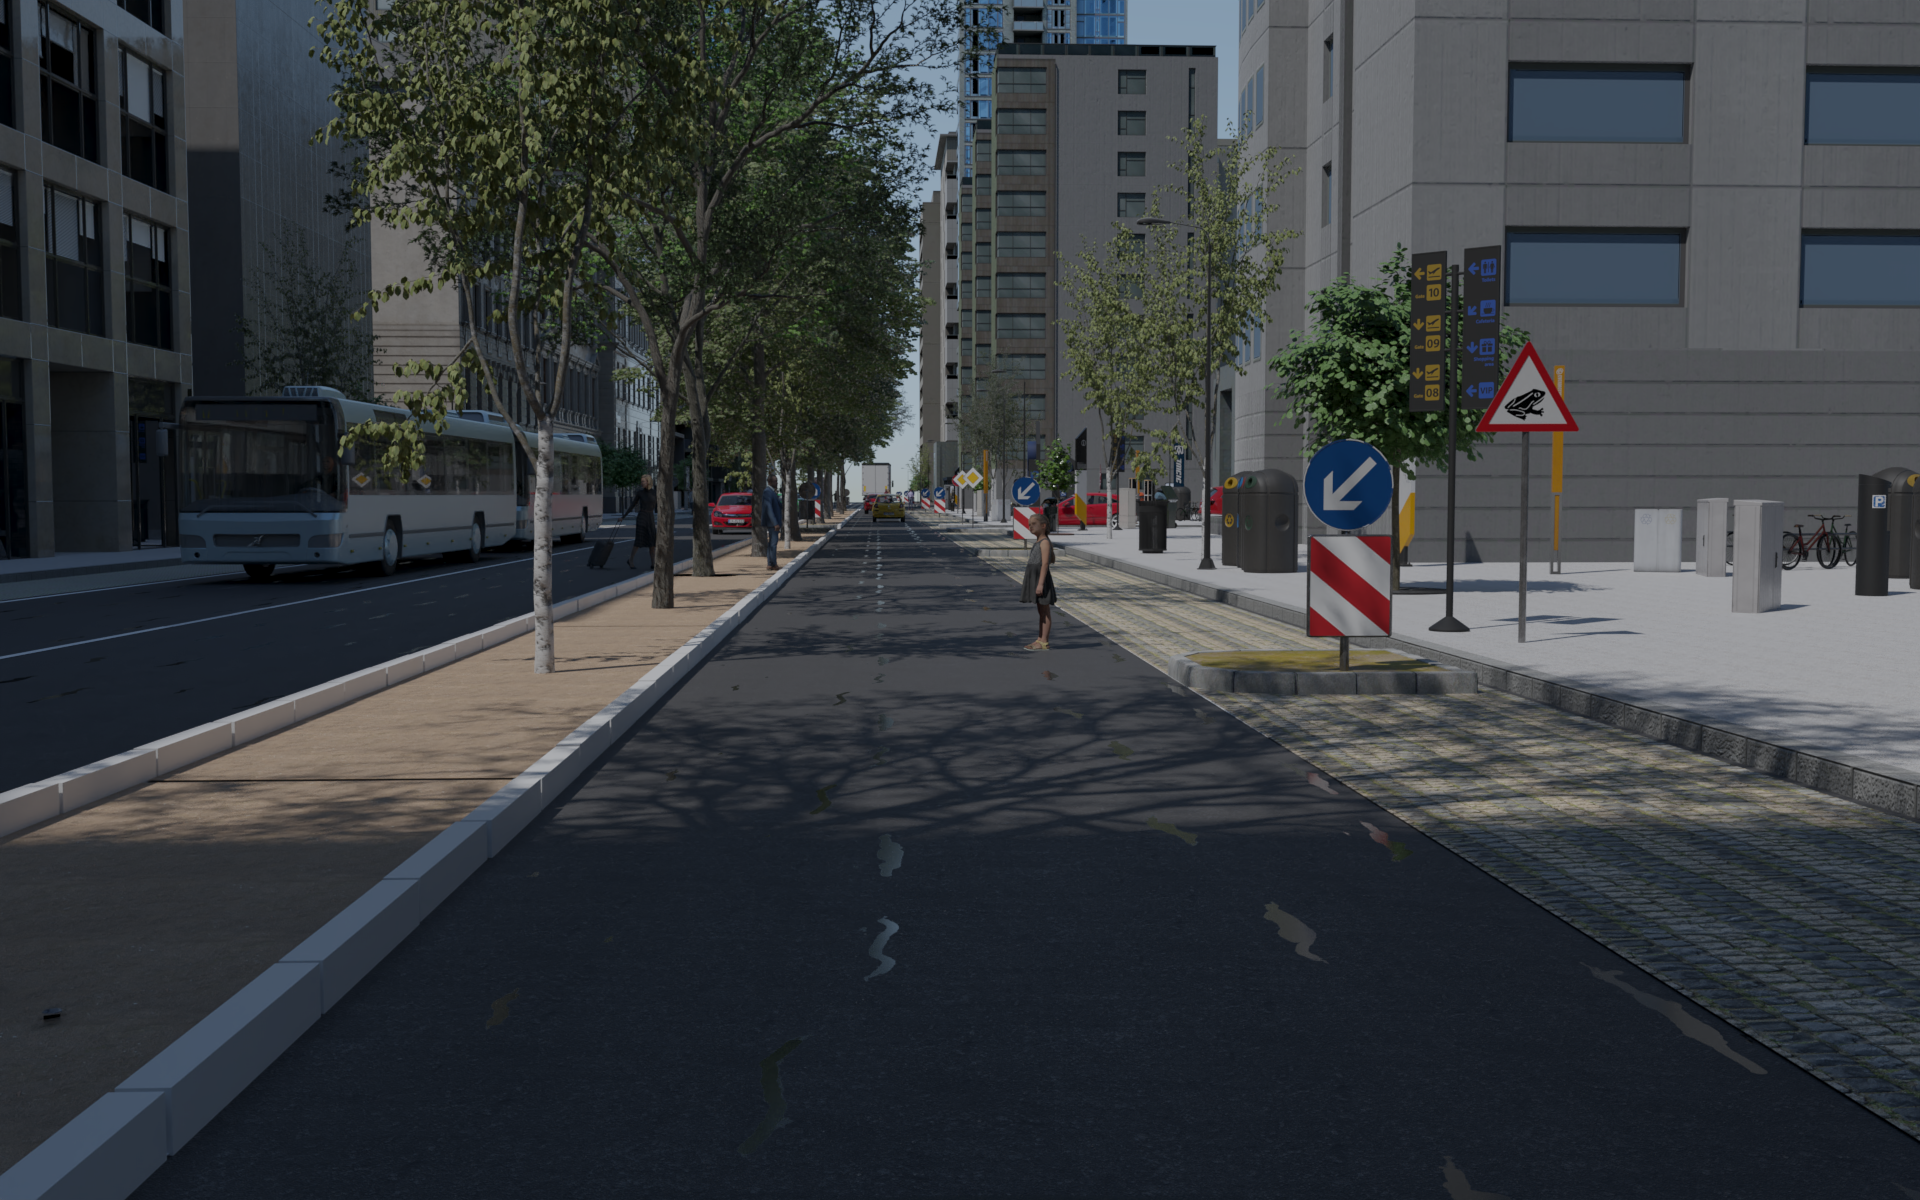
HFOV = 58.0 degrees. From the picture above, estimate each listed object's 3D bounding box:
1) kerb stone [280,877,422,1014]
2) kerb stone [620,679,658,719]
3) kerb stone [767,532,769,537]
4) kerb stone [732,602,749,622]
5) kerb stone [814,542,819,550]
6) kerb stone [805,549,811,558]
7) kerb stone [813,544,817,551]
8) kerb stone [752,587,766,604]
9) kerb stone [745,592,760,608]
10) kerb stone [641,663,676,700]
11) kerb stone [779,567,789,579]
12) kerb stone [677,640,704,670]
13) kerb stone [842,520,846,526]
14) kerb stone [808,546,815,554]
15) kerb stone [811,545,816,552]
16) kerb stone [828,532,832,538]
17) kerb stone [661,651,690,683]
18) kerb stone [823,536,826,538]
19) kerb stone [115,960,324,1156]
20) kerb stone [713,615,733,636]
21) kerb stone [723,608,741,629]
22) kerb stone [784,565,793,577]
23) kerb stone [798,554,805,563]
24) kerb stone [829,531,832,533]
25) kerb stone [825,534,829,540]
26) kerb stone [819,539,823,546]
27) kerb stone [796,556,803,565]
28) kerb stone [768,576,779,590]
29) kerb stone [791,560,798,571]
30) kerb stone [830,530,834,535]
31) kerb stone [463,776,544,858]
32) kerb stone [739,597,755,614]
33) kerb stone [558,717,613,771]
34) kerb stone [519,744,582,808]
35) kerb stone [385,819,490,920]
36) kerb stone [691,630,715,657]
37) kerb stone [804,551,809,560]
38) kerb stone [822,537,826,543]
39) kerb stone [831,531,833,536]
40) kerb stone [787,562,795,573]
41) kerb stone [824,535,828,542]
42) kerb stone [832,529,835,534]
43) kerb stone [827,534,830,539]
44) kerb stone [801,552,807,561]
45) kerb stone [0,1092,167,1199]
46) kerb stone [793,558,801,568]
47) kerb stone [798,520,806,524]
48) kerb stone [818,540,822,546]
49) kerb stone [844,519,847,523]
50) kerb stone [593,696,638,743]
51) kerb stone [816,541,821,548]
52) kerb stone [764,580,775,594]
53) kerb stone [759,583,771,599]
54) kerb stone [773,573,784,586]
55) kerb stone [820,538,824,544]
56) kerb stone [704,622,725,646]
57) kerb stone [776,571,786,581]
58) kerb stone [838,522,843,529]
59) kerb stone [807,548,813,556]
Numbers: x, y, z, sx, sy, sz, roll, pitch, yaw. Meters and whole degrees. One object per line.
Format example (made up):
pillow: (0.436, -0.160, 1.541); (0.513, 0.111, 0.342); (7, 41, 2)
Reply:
kerb stone: (-1.836, 1.036, 5.263); (0.120, 0.150, 1.000); (0, 4, -3)
kerb stone: (-2.128, 0.665, 11.409); (0.120, 0.150, 1.000); (0, 4, -3)
kerb stone: (-6.578, -2.341, 60.478); (0.120, 0.150, 1.000); (0, 4, -3)
kerb stone: (-2.516, 0.159, 19.600); (0.120, 0.150, 1.000); (0, 4, -3)
kerb stone: (-3.650, -1.283, 43.167); (0.120, 0.150, 1.000); (0, 4, -3)
kerb stone: (-3.401, -0.965, 38.042); (0.120, 0.150, 1.000); (0, 4, -3)
kerb stone: (-3.608, -1.217, 42.138); (0.120, 0.150, 1.000); (0, 4, -3)
kerb stone: (-2.668, -0.029, 22.667); (0.120, 0.150, 1.000); (0, 4, -3)
kerb stone: (-2.623, 0.034, 21.644); (0.120, 0.150, 1.000); (0, 4, -3)
kerb stone: (-2.179, 0.597, 12.430); (0.120, 0.150, 1.000); (0, 4, -3)
kerb stone: (-2.969, -0.406, 28.832); (0.120, 0.150, 1.000); (0, 4, -3)
kerb stone: (-2.275, 0.472, 14.472); (0.120, 0.150, 1.000); (0, 4, -3)
kerb stone: (-5.299, -3.372, 77.472); (0.120, 0.150, 1.000); (0, 4, -3)
kerb stone: (-3.500, -1.094, 40.090); (0.120, 0.150, 1.000); (0, 4, -3)
kerb stone: (-3.550, -1.157, 41.117); (0.120, 0.150, 1.000); (0, 4, -3)
kerb stone: (-4.190, -1.972, 54.438); (0.120, 0.150, 1.000); (0, 4, -3)
kerb stone: (-2.228, 0.535, 13.451); (0.120, 0.150, 1.000); (0, 4, -3)
kerb stone: (-3.950, -1.655, 49.309); (0.120, 0.150, 1.000); (0, 4, -3)
kerb stone: (-1.788, 1.098, 4.242); (0.120, 0.150, 1.000); (0, 4, -3)
kerb stone: (-2.426, 0.285, 17.541); (0.120, 0.150, 1.000); (0, 4, -3)
kerb stone: (-2.476, 0.225, 18.572); (0.120, 0.150, 1.000); (0, 4, -3)
kerb stone: (-3.008, -0.464, 29.854); (0.120, 0.150, 1.000); (0, 4, -3)
kerb stone: (-3.256, -0.779, 34.966); (0.120, 0.150, 1.000); (0, 4, -3)
kerb stone: (-4.240, -2.034, 55.459); (0.120, 0.150, 1.000); (0, 4, -3)
kerb stone: (-4.040, -1.784, 51.360); (0.120, 0.150, 1.000); (0, 4, -3)
kerb stone: (-3.800, -1.471, 46.246); (0.120, 0.150, 1.000); (0, 4, -3)
kerb stone: (-3.206, -0.718, 33.940); (0.120, 0.150, 1.000); (0, 4, -3)
kerb stone: (-2.814, -0.217, 25.748); (0.120, 0.150, 1.000); (0, 4, -3)
kerb stone: (-3.113, -0.593, 31.896); (0.120, 0.150, 1.000); (0, 4, -3)
kerb stone: (-4.339, -2.159, 57.508); (0.120, 0.150, 1.000); (0, 4, -3)
kerb stone: (-1.926, 0.910, 7.311); (0.120, 0.150, 1.000); (0, 4, -3)
kerb stone: (-2.572, 0.096, 20.621); (0.120, 0.150, 1.000); (0, 4, -3)
kerb stone: (-2.031, 0.786, 9.367); (0.120, 0.150, 1.000); (0, 4, -3)
kerb stone: (-1.978, 0.853, 8.343); (0.120, 0.150, 1.000); (0, 4, -3)
kerb stone: (-1.890, 0.973, 6.289); (0.120, 0.150, 1.000); (0, 4, -3)
kerb stone: (-2.324, 0.410, 15.493); (0.120, 0.150, 1.000); (0, 4, -3)
kerb stone: (-3.360, -0.907, 37.020); (0.120, 0.150, 1.000); (0, 4, -3)
kerb stone: (-3.890, -1.590, 48.289); (0.120, 0.150, 1.000); (0, 4, -3)
kerb stone: (-4.292, -2.097, 56.487); (0.120, 0.150, 1.000); (0, 4, -3)
kerb stone: (-3.066, -0.531, 30.874); (0.120, 0.150, 1.000); (0, 4, -3)
kerb stone: (-3.998, -1.721, 50.330); (0.120, 0.150, 1.000); (0, 4, -3)
kerb stone: (-4.382, -2.222, 58.529); (0.120, 0.150, 1.000); (0, 4, -3)
kerb stone: (-4.093, -1.844, 52.381); (0.120, 0.150, 1.000); (0, 4, -3)
kerb stone: (-3.307, -0.844, 35.991); (0.120, 0.150, 1.000); (0, 4, -3)
kerb stone: (-1.742, 1.161, 3.220); (0.120, 0.150, 1.000); (0, 4, -3)
kerb stone: (-3.162, -0.651, 32.917); (0.120, 0.150, 1.000); (0, 4, -3)
kerb stone: (-7.783, -3.878, 85.604); (0.120, 0.150, 1.000); (0, 4, -3)
kerb stone: (-3.744, -1.408, 45.221); (0.120, 0.150, 1.000); (0, 4, -3)
kerb stone: (-5.393, -3.506, 79.513); (0.120, 0.150, 1.000); (0, 4, -3)
kerb stone: (-2.077, 0.725, 10.388); (0.120, 0.150, 1.000); (0, 4, -3)
kerb stone: (-3.698, -1.344, 44.197); (0.120, 0.150, 1.000); (0, 4, -3)
kerb stone: (-2.761, -0.154, 24.719); (0.120, 0.150, 1.000); (0, 4, -3)
kerb stone: (-2.710, -0.091, 23.691); (0.120, 0.150, 1.000); (0, 4, -3)
kerb stone: (-2.855, -0.280, 26.773); (0.120, 0.150, 1.000); (0, 4, -3)
kerb stone: (-3.855, -1.531, 47.267); (0.120, 0.150, 1.000); (0, 4, -3)
kerb stone: (-2.374, 0.347, 16.517); (0.120, 0.150, 1.000); (0, 4, -3)
kerb stone: (-2.914, -0.335, 27.797); (0.120, 0.150, 1.000); (0, 4, -3)
kerb stone: (-5.045, -3.067, 72.354); (0.120, 0.150, 1.000); (0, 4, -3)
kerb stone: (-3.452, -1.028, 39.063); (0.120, 0.150, 1.000); (0, 4, -3)
